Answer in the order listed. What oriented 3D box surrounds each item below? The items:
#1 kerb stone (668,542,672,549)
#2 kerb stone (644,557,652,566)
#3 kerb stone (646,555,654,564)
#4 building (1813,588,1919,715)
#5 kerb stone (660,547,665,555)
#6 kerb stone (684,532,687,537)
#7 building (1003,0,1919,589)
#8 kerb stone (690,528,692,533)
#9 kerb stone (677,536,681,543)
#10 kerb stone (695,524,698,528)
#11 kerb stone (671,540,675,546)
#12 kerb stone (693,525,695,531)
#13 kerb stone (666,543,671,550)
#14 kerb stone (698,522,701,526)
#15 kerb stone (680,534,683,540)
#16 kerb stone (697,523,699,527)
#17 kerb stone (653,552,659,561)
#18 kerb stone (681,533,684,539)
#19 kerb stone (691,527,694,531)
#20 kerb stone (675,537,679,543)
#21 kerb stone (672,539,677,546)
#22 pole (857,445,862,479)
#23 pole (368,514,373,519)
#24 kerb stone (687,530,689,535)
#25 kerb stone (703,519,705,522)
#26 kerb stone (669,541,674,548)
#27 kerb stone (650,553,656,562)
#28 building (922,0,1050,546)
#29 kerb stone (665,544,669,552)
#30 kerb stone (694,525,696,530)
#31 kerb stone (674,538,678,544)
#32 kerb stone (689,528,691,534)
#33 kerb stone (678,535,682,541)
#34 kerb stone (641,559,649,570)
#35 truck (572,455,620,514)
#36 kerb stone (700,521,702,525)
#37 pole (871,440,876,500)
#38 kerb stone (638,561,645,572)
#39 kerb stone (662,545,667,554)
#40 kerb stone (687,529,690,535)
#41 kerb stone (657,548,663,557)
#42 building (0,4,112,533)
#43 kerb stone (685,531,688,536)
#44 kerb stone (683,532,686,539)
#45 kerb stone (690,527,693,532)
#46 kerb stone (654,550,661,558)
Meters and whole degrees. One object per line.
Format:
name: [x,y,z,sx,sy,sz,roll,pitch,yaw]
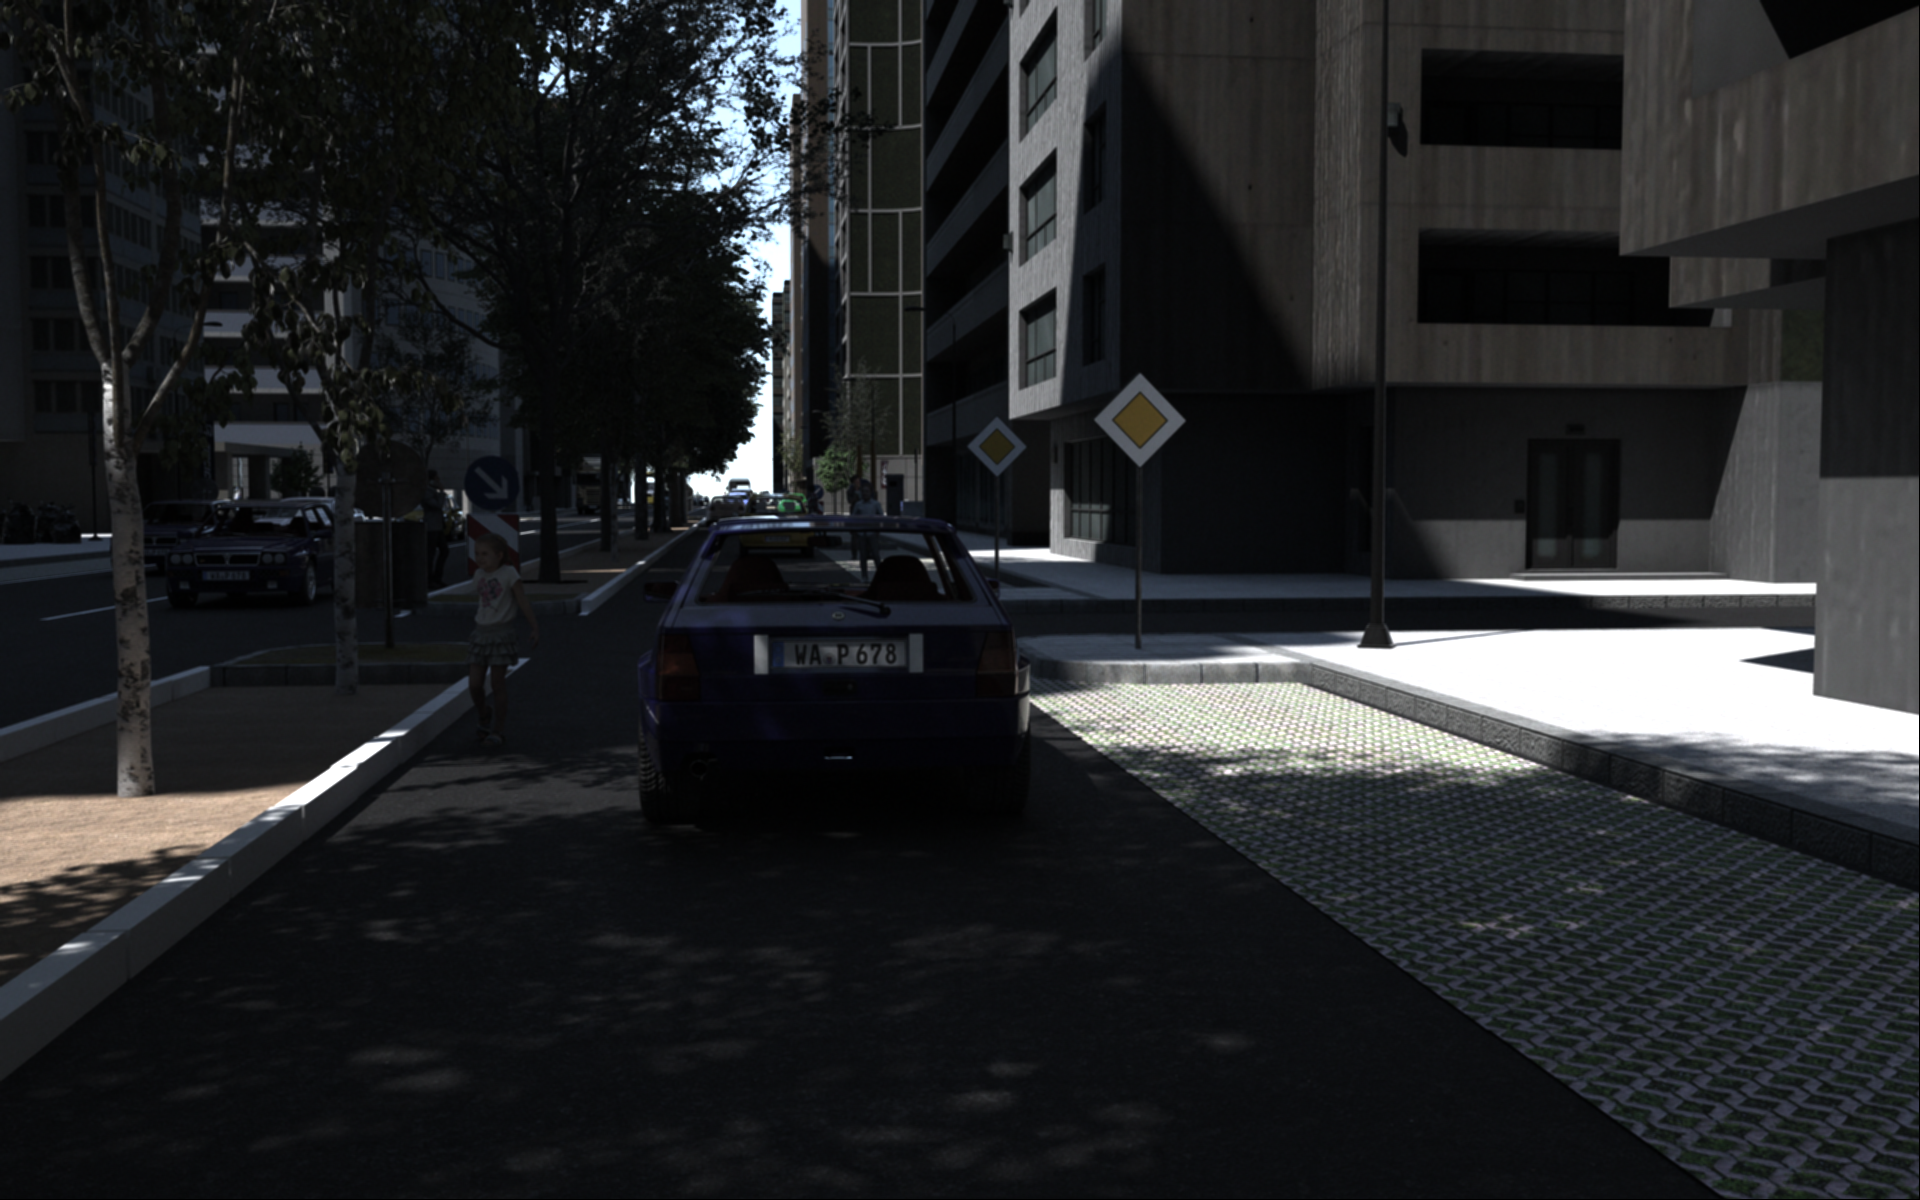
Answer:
kerb stone: [-7.410,-1.318,43.752,0.120,0.150,1.000,0,4,-7]
kerb stone: [-6.116,-0.697,33.586,0.120,0.150,1.000,0,4,-7]
kerb stone: [-6.251,-0.759,34.599,0.120,0.150,1.000,0,4,-7]
building: [11.089,-14.445,7.874,14.160,30.474,14.107,0,4,-7]
kerb stone: [-6.891,-1.069,39.682,0.120,0.150,1.000,0,4,-7]
kerb stone: [-8.832,-2.003,54.945,0.120,0.150,1.000,0,4,-7]
building: [8.723,-15.836,30.613,14.107,30.474,14.160,0,4,-7]
kerb stone: [-9.603,-2.375,61.049,0.120,0.150,1.000,0,4,-7]
kerb stone: [-8.190,-1.692,49.856,0.120,0.150,1.000,0,4,-7]
kerb stone: [-10.502,-2.811,68.172,0.120,0.150,1.000,0,4,-7]
kerb stone: [-7.672,-1.443,45.789,0.120,0.150,1.000,0,4,-7]
kerb stone: [-10.117,-2.624,65.116,0.120,0.150,1.000,0,4,-7]
kerb stone: [-7.285,-1.252,42.738,0.120,0.150,1.000,0,4,-7]
kerb stone: [-11.151,-3.119,73.250,0.120,0.150,1.000,0,4,-7]
kerb stone: [-8.439,-1.814,51.890,0.120,0.150,1.000,0,4,-7]
kerb stone: [-10.769,-2.936,70.206,0.120,0.150,1.000,0,4,-7]
kerb stone: [-6.515,-0.877,36.633,0.120,0.150,1.000,0,4,-7]
kerb stone: [-8.572,-1.878,52.903,0.120,0.150,1.000,0,4,-7]
kerb stone: [-9.864,-2.501,63.081,0.120,0.150,1.000,0,4,-7]
kerb stone: [-8.063,-1.627,48.842,0.120,0.150,1.000,0,4,-7]
kerb stone: [-7.798,-1.504,46.803,0.120,0.150,1.000,0,4,-7]
pole: [-4.180,-4.794,72.221,0.158,3.312,0.155,0,3,0]
pole: [-29.994,-5.762,88.055,0.158,3.312,0.155,0,3,0]
kerb stone: [-9.220,-2.190,58.003,0.120,0.150,1.000,0,4,-7]
kerb stone: [-12.183,-3.620,81.374,0.120,0.150,1.000,0,4,-7]
kerb stone: [-7.538,-1.381,44.769,0.120,0.150,1.000,0,4,-7]
kerb stone: [-6.387,-0.821,35.618,0.120,0.150,1.000,0,4,-7]
building: [10.530,-26.242,52.767,21.300,48.544,21.600,0,4,-7]
kerb stone: [-7.154,-1.194,41.721,0.120,0.150,1.000,0,4,-7]
kerb stone: [-10.248,-2.687,66.133,0.120,0.150,1.000,0,4,-7]
kerb stone: [-7.928,-1.567,47.824,0.120,0.150,1.000,0,4,-7]
kerb stone: [-9.471,-2.314,60.036,0.120,0.150,1.000,0,4,-7]
kerb stone: [-8.313,-1.750,50.872,0.120,0.150,1.000,0,4,-7]
kerb stone: [-5.992,-0.629,32.571,0.120,0.150,1.000,0,4,-7]
truck: [-26.147,-8.329,125.085,2.839,4.237,11.283,0,4,-8]
kerb stone: [-11.407,-3.246,75.278,0.120,0.150,1.000,0,4,-7]
pole: [-3.256,-4.365,65.211,0.158,3.312,0.155,0,3,0]
kerb stone: [-5.866,-0.573,31.557,0.120,0.150,1.000,0,4,-7]
kerb stone: [-7.021,-1.132,40.696,0.120,0.150,1.000,0,4,-7]
kerb stone: [-9.346,-2.247,59.021,0.120,0.150,1.000,0,4,-7]
kerb stone: [-6.771,-1.006,38.667,0.120,0.150,1.000,0,4,-7]
building: [-40.987,-22.494,59.659,32.217,40.220,23.993,0,4,-7]
kerb stone: [-8.955,-2.066,55.967,0.120,0.150,1.000,0,4,-7]
kerb stone: [-8.700,-1.940,53.917,0.120,0.150,1.000,0,4,-7]
kerb stone: [-9.737,-2.437,62.067,0.120,0.150,1.000,0,4,-7]
kerb stone: [-6.632,-0.945,37.654,0.120,0.150,1.000,0,4,-7]
